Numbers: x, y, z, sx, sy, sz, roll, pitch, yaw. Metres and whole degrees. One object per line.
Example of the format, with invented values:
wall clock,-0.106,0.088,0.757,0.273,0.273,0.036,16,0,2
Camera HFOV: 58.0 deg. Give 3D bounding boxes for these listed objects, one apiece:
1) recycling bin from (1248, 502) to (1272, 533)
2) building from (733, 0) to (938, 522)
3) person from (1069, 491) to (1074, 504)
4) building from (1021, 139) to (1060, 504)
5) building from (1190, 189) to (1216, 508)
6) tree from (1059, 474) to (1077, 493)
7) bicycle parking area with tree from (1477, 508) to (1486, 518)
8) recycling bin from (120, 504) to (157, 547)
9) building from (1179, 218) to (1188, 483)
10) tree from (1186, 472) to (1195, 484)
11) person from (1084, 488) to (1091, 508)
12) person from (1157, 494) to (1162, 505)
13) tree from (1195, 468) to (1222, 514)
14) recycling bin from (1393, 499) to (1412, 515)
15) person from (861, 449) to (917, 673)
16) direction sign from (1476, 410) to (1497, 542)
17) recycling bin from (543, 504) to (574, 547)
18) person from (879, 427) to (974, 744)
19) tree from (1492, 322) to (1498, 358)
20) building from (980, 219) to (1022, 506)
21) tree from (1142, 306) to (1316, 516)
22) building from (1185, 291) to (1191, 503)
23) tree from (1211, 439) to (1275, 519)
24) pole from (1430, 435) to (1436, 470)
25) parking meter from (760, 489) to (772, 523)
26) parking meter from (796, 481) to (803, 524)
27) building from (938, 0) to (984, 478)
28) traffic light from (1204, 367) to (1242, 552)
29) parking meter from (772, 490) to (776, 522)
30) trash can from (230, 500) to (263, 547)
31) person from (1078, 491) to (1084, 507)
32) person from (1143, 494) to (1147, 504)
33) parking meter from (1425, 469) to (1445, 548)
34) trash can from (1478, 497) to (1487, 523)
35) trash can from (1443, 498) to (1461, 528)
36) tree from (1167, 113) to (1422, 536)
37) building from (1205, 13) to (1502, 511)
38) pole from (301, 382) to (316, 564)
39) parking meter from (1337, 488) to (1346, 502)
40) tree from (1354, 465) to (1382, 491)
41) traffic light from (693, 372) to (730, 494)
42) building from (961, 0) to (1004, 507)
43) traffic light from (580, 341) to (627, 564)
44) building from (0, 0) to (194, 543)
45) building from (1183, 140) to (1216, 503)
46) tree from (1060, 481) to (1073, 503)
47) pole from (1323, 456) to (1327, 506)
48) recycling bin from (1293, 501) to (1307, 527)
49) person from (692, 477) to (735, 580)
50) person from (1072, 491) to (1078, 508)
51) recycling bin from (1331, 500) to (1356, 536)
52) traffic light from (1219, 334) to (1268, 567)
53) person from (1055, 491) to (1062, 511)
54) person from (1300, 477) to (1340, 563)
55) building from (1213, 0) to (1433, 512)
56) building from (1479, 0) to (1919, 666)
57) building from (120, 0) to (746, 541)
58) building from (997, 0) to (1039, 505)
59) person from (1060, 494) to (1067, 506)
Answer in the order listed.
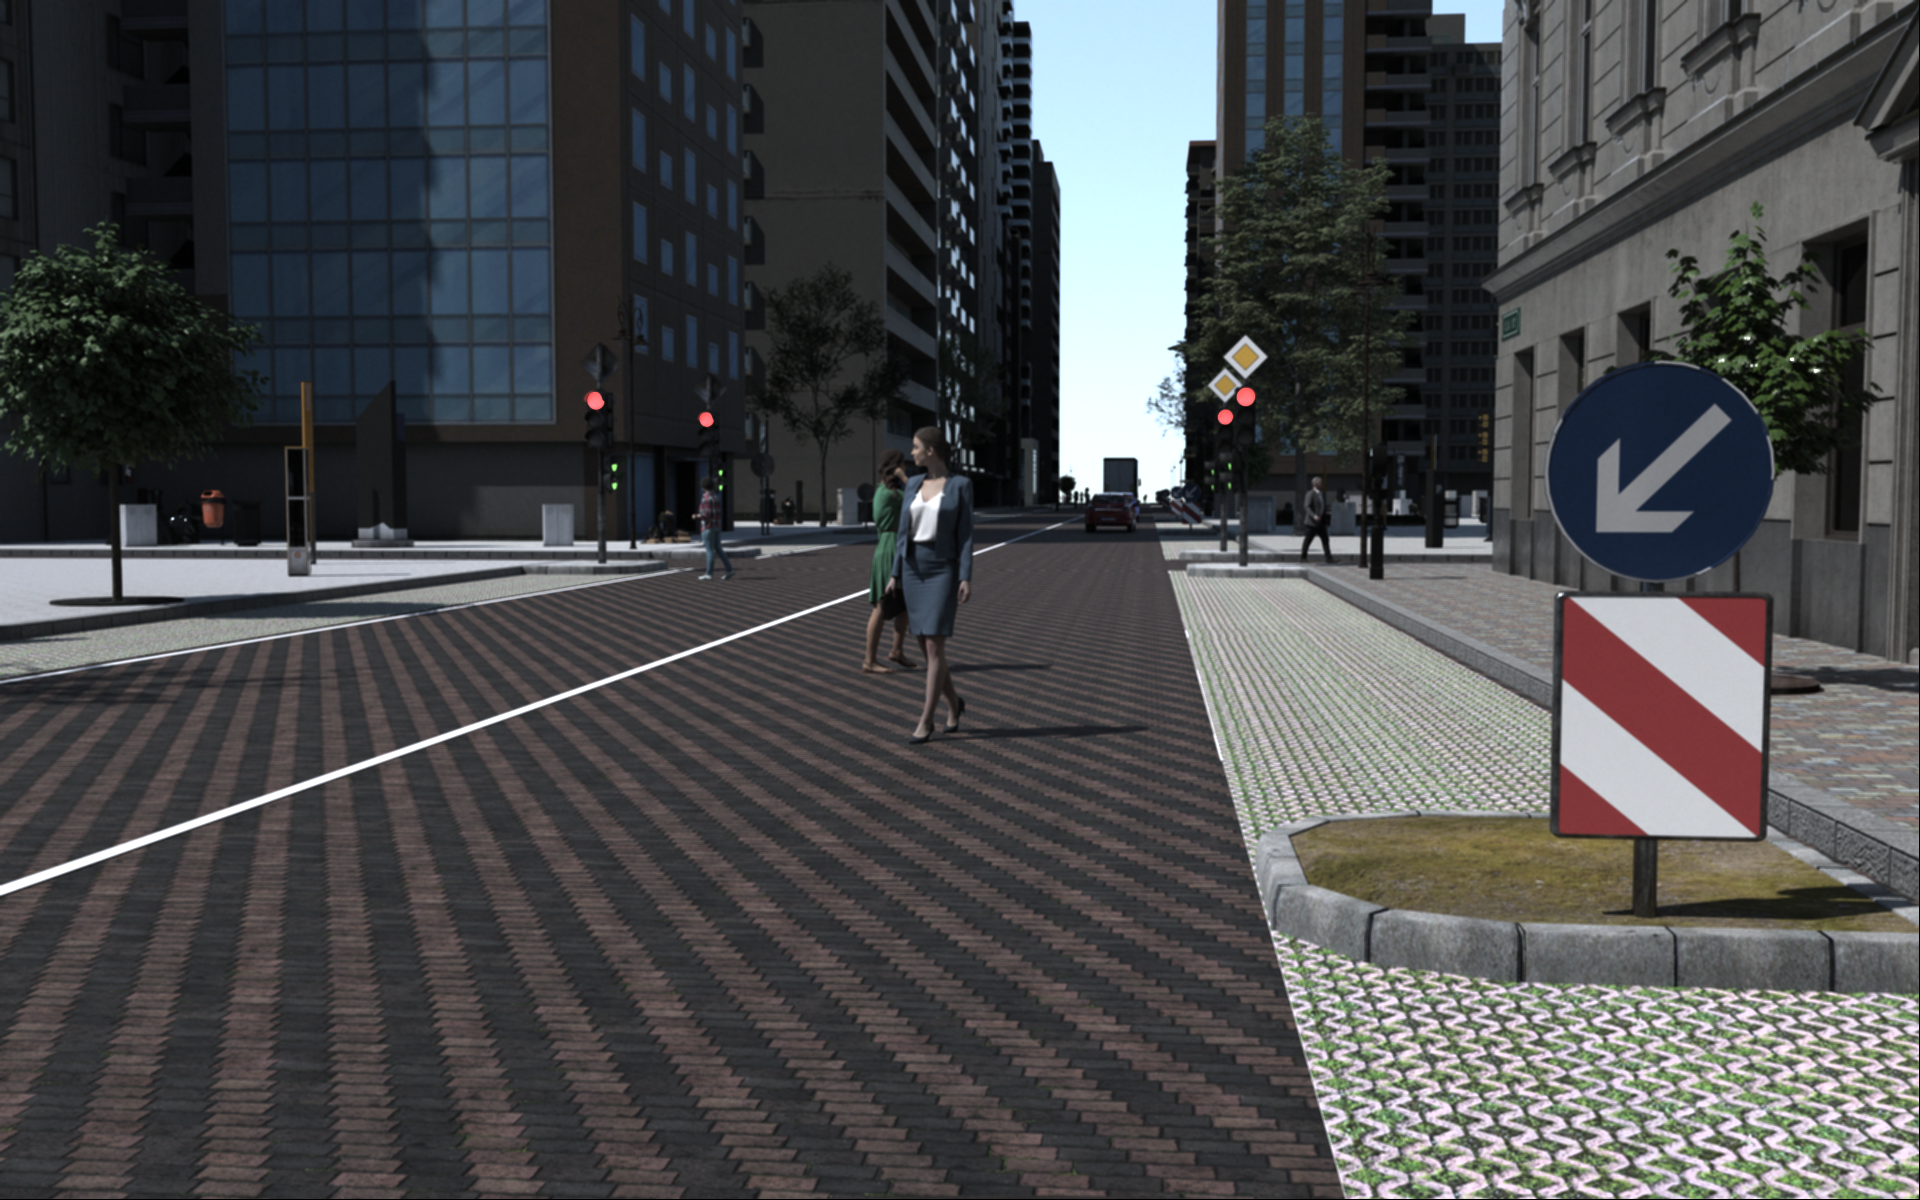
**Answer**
recycling bin,9.937,-2.748,57.477,0.722,1.027,0.722,1,4,20
building,-12.970,-28.553,90.541,21.300,48.544,21.600,0,4,6
person,14.369,-13.306,226.051,1.348,1.824,0.705,1,4,12
building,2.707,-37.745,240.827,21.300,48.544,21.600,0,4,6
building,29.682,-24.106,165.829,14.160,30.474,14.107,0,4,6
tree,16.463,-17.400,268.202,4.285,4.588,4.351,0,3,0
bicycle parking area with tree,28.478,-5.738,80.822,9.016,4.147,8.231,2,4,24
recycling bin,-20.073,-1.821,42.319,0.722,1.027,0.722,-2,4,-34
building,44.511,-38.835,254.552,23.786,49.044,30.456,0,4,6
tree,17.439,-8.144,127.755,1.663,3.219,1.824,0,3,0
person,7.059,-5.251,94.622,0.573,1.790,0.520,-1,4,-21
person,25.137,-12.700,216.698,0.990,1.755,0.434,2,4,34
tree,16.416,-7.169,111.811,1.663,3.219,1.824,0,3,0
recycling bin,22.576,-4.638,88.383,0.722,1.027,0.722,-1,4,-16
person,-0.565,-0.319,13.957,0.529,1.795,0.600,-2,4,-26
direction sign,14.359,-3.348,46.739,0.876,3.537,0.379,3,4,38
recycling bin,-9.884,-1.839,42.629,0.722,1.027,0.722,-1,4,-11
person,-0.119,-0.100,10.151,0.581,1.822,0.654,3,5,44
tree,20.569,-6.746,60.655,4.737,8.622,4.395,0,3,0
building,-1.027,-25.054,181.339,14.160,30.474,14.107,0,4,6
tree,16.096,-11.742,102.357,12.009,13.543,11.850,0,3,0
building,37.490,-28.245,233.506,14.160,30.474,14.107,0,4,6
tree,14.641,-6.483,89.710,4.285,4.588,4.351,0,3,0
pole,16.223,-4.012,59.439,0.158,3.312,0.155,0,3,0
parking meter,-8.715,-4.191,76.938,0.372,1.533,0.369,0,3,0
parking meter,-6.963,-4.245,75.116,0.255,1.863,0.399,0,4,0
building,-10.783,-31.251,130.556,23.786,49.044,30.456,0,4,6
traffic light,5.868,-3.036,38.561,0.839,4.253,0.868,0,4,6
parking meter,-8.390,-4.215,77.327,0.372,1.533,0.369,0,3,0
trash can,-17.502,-1.888,42.519,0.748,1.137,0.748,0,3,0
person,13.286,-11.026,189.501,1.217,1.735,0.721,-1,4,-13
person,25.630,-13.928,239.458,0.421,1.427,0.697,-1,4,-22
parking meter,11.313,-2.174,41.249,0.399,1.863,0.255,-2,4,-31
trash can,23.235,-3.961,76.409,0.748,1.137,0.748,0,3,0
trash can,18.399,-3.260,64.960,0.748,1.137,0.748,0,3,0
tree,10.148,-8.231,52.706,7.486,12.596,7.792,0,3,0
building,37.013,-27.706,144.879,32.217,40.220,23.993,0,4,6
pole,-11.870,-2.307,31.557,0.158,3.312,0.155,0,3,0
parking meter,16.431,-4.052,74.656,0.372,1.533,0.369,0,3,0
tree,21.798,-5.899,91.044,1.663,3.219,1.824,0,3,0
traffic light,-5.727,-3.111,39.794,0.839,4.253,0.868,0,4,6
building,-10.355,-34.880,159.523,28.713,52.752,27.495,0,4,6
traffic light,-6.585,-2.626,31.855,0.839,4.253,0.868,0,4,6
building,-31.179,-22.378,49.474,14.086,41.232,14.154,0,4,6
building,38.461,-34.001,210.547,22.147,44.769,28.867,0,4,6
tree,15.603,-16.069,257.333,1.663,3.219,1.824,0,3,0
pole,19.777,-6.118,93.874,0.158,3.312,0.155,0,3,0
recycling bin,13.357,-3.353,67.377,0.722,1.027,0.722,1,4,13
person,-4.144,-1.206,29.052,0.643,1.720,0.563,1,4,17
person,11.507,-10.045,173.251,0.721,1.766,1.217,-2,4,-26
recycling bin,11.916,-2.525,53.837,0.722,1.027,0.722,1,4,16
traffic light,5.010,-2.551,30.622,0.839,4.253,0.868,0,4,6
person,8.389,-8.465,147.586,0.721,1.739,1.217,-2,4,-25
person,7.343,-1.619,35.362,0.834,1.777,0.661,3,4,36
building,25.876,-29.130,126.393,14.600,45.320,14.200,0,4,6
building,14.441,-14.039,5.952,17.030,29.872,44.131,0,4,6
building,-15.095,-24.637,52.931,14.600,45.320,14.200,0,4,6
building,-1.030,-55.107,213.667,22.319,86.520,31.000,0,4,6
person,11.986,-11.503,199.798,0.991,1.433,0.599,-2,4,-32
